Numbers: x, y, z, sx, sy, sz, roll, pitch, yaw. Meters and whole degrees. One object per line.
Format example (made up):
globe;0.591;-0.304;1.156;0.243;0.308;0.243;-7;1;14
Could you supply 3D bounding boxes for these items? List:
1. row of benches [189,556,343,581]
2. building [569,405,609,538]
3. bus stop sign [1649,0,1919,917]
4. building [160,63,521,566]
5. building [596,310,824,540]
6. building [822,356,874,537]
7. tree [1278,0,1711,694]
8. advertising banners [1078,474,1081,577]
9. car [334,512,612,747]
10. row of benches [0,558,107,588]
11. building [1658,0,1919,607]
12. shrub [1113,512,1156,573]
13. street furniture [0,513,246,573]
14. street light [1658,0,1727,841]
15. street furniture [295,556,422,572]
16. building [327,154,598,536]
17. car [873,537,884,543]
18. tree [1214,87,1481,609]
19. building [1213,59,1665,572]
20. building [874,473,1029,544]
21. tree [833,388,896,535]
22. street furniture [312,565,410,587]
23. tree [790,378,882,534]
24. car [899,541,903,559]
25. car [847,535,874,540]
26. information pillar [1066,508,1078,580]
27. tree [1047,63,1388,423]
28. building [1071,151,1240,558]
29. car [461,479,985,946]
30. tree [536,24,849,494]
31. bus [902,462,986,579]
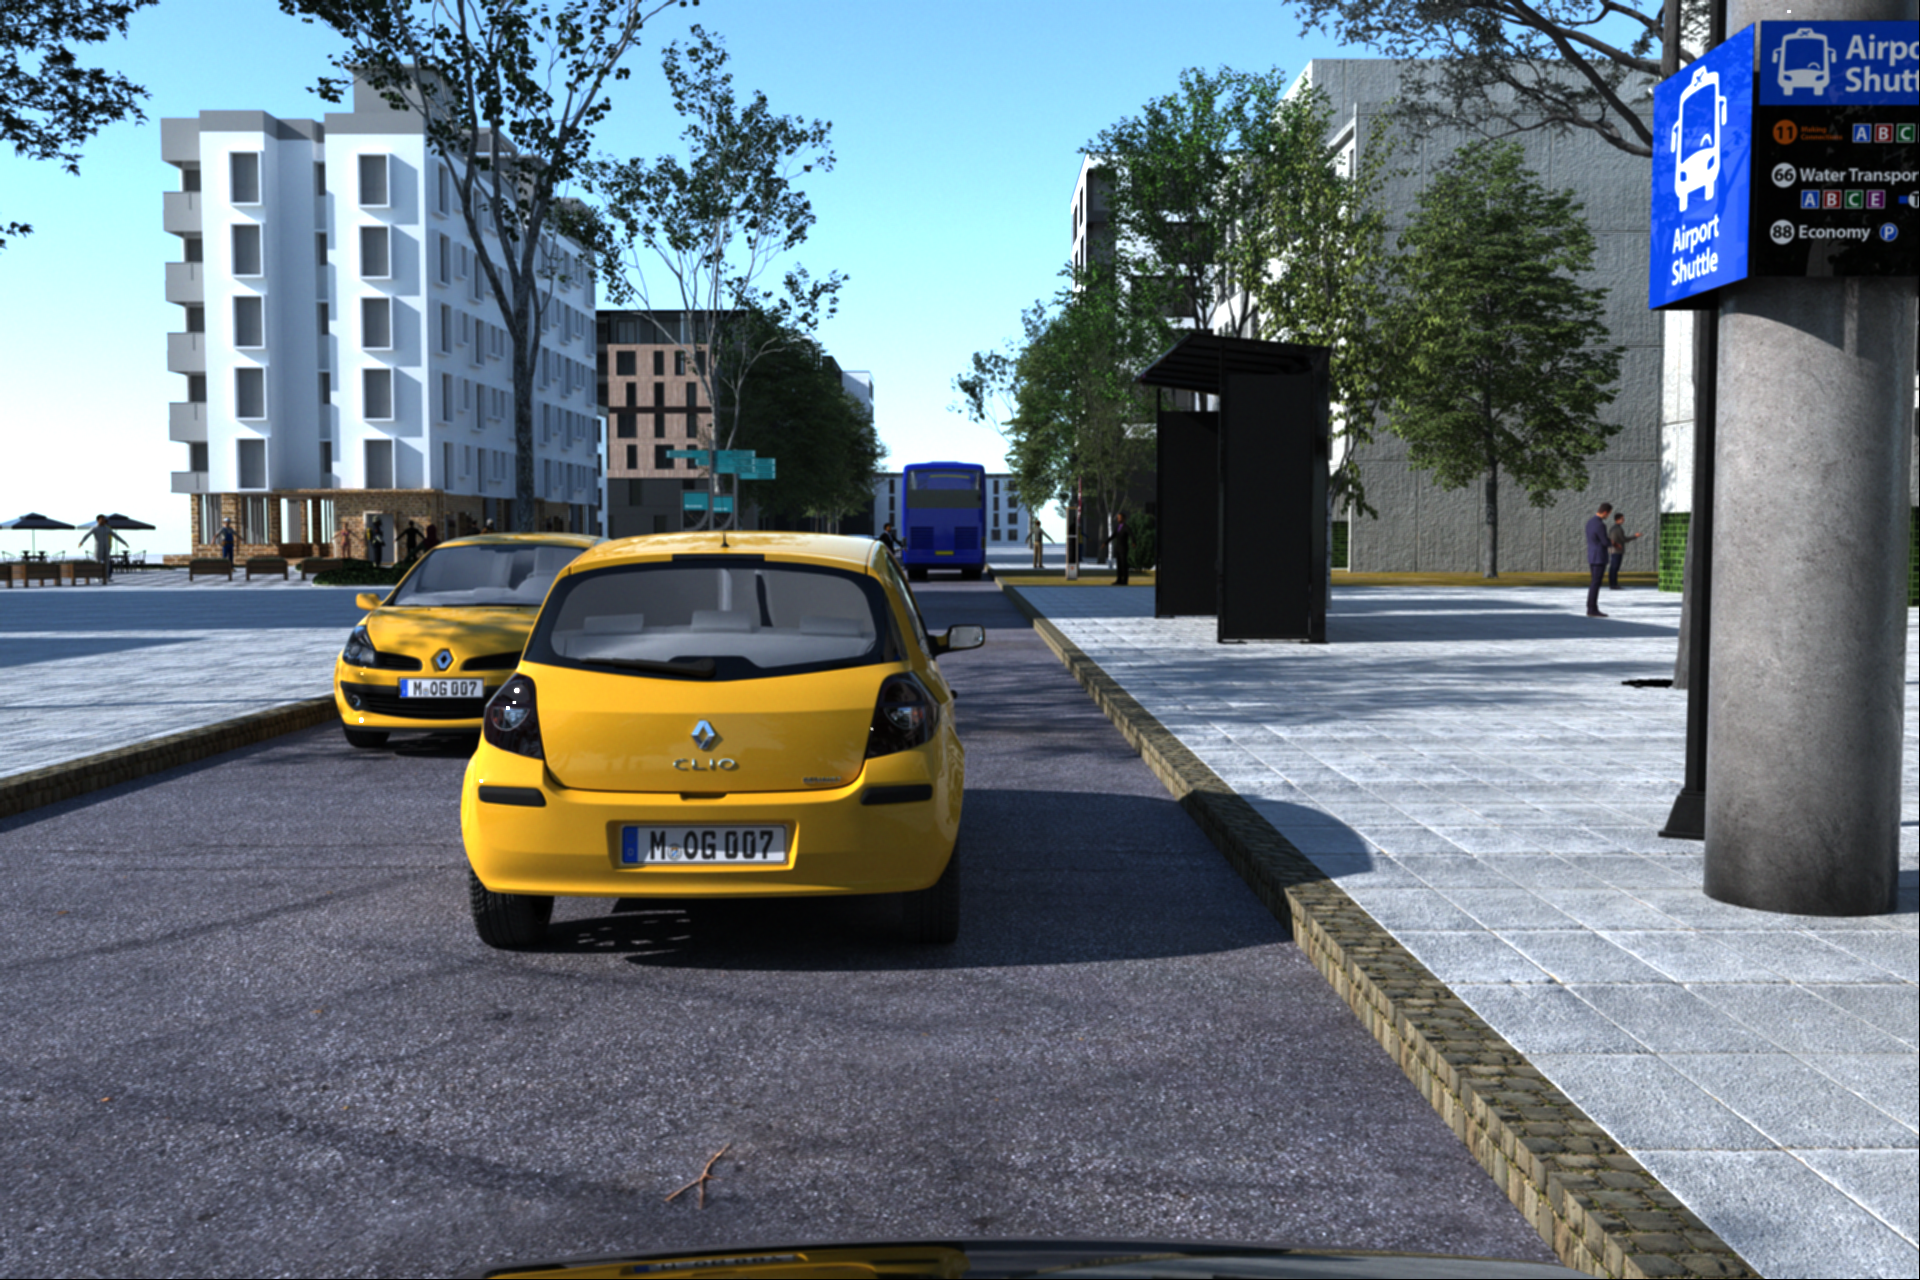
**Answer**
row of benches;-19.294;-1.989;47.977;4.104;0.672;1.422;-2;4;-24
building;-27.954;-10.614;115.685;9.099;9.664;28.070;0;4;1
bus stop sign;2.956;-1.038;5.989;0.837;3.901;0.837;0;4;0
building;-26.150;-13.132;71.127;16.016;20.090;11.380;0;3;0
building;-29.140;-20.204;174.303;27.936;21.610;32.646;0;4;1
building;-25.237;-22.669;214.619;27.936;21.610;32.646;0;4;0
tree;6.191;-6.330;13.866;12.009;13.543;11.850;0;3;0
advertising banners;3.511;-3.388;51.579;0.090;3.025;2.074;0;4;1
car;-3.280;-0.163;12.881;2.015;1.641;3.980;0;4;0
row of benches;-22.603;-1.647;42.385;1.422;0.672;4.104;1;4;19
building;24.115;-9.554;22.674;16.747;18.905;31.486;0;4;0
shrub;5.909;-3.260;57.345;1.661;2.075;1.752;0;3;0
street furniture;-34.500;-3.004;54.140;14.083;1.986;27.439;1;4;13
street light;3.684;-2.119;7.192;1.470;5.913;1.316;0;4;0
street furniture;-17.427;-2.703;59.819;10.072;0.657;5.734;1;4;18
building;-26.001;-14.148;87.733;16.016;20.090;11.380;0;3;0
car;-3.641;-3.496;69.741;1.945;1.354;3.894;0;3;0
tree;6.513;-4.830;29.334;4.737;8.622;4.395;0;3;0
building;21.416;-12.648;73.258;16.747;18.905;31.486;0;4;0
building;-4.011;-17.870;236.781;28.070;9.664;9.099;0;4;2
tree;-10.076;-14.284;143.913;12.009;13.543;11.850;0;3;0
street furniture;-10.930;-1.750;44.241;10.072;0.657;5.734;1;4;12
tree;-9.311;-12.738;126.392;7.486;12.596;7.792;0;3;0
car;-2.474;-5.471;99.241;2.009;1.686;4.222;0;3;0
car;-3.260;-2.458;52.195;2.014;1.417;4.499;0;4;-1
information pillar;3.110;-2.670;48.147;0.304;2.012;0.304;0;4;-2
tree;5.617;-6.926;39.002;9.928;11.665;9.643;0;3;0
building;20.794;-16.216;109.114;27.936;21.610;32.646;0;4;0
car;-0.874;0.168;7.470;2.015;1.641;3.980;0;4;-2
tree;-10.446;-12.935;67.383;12.611;20.169;13.585;0;3;0
bus;-0.510;-4.051;57.784;2.896;3.916;12.251;0;4;0
